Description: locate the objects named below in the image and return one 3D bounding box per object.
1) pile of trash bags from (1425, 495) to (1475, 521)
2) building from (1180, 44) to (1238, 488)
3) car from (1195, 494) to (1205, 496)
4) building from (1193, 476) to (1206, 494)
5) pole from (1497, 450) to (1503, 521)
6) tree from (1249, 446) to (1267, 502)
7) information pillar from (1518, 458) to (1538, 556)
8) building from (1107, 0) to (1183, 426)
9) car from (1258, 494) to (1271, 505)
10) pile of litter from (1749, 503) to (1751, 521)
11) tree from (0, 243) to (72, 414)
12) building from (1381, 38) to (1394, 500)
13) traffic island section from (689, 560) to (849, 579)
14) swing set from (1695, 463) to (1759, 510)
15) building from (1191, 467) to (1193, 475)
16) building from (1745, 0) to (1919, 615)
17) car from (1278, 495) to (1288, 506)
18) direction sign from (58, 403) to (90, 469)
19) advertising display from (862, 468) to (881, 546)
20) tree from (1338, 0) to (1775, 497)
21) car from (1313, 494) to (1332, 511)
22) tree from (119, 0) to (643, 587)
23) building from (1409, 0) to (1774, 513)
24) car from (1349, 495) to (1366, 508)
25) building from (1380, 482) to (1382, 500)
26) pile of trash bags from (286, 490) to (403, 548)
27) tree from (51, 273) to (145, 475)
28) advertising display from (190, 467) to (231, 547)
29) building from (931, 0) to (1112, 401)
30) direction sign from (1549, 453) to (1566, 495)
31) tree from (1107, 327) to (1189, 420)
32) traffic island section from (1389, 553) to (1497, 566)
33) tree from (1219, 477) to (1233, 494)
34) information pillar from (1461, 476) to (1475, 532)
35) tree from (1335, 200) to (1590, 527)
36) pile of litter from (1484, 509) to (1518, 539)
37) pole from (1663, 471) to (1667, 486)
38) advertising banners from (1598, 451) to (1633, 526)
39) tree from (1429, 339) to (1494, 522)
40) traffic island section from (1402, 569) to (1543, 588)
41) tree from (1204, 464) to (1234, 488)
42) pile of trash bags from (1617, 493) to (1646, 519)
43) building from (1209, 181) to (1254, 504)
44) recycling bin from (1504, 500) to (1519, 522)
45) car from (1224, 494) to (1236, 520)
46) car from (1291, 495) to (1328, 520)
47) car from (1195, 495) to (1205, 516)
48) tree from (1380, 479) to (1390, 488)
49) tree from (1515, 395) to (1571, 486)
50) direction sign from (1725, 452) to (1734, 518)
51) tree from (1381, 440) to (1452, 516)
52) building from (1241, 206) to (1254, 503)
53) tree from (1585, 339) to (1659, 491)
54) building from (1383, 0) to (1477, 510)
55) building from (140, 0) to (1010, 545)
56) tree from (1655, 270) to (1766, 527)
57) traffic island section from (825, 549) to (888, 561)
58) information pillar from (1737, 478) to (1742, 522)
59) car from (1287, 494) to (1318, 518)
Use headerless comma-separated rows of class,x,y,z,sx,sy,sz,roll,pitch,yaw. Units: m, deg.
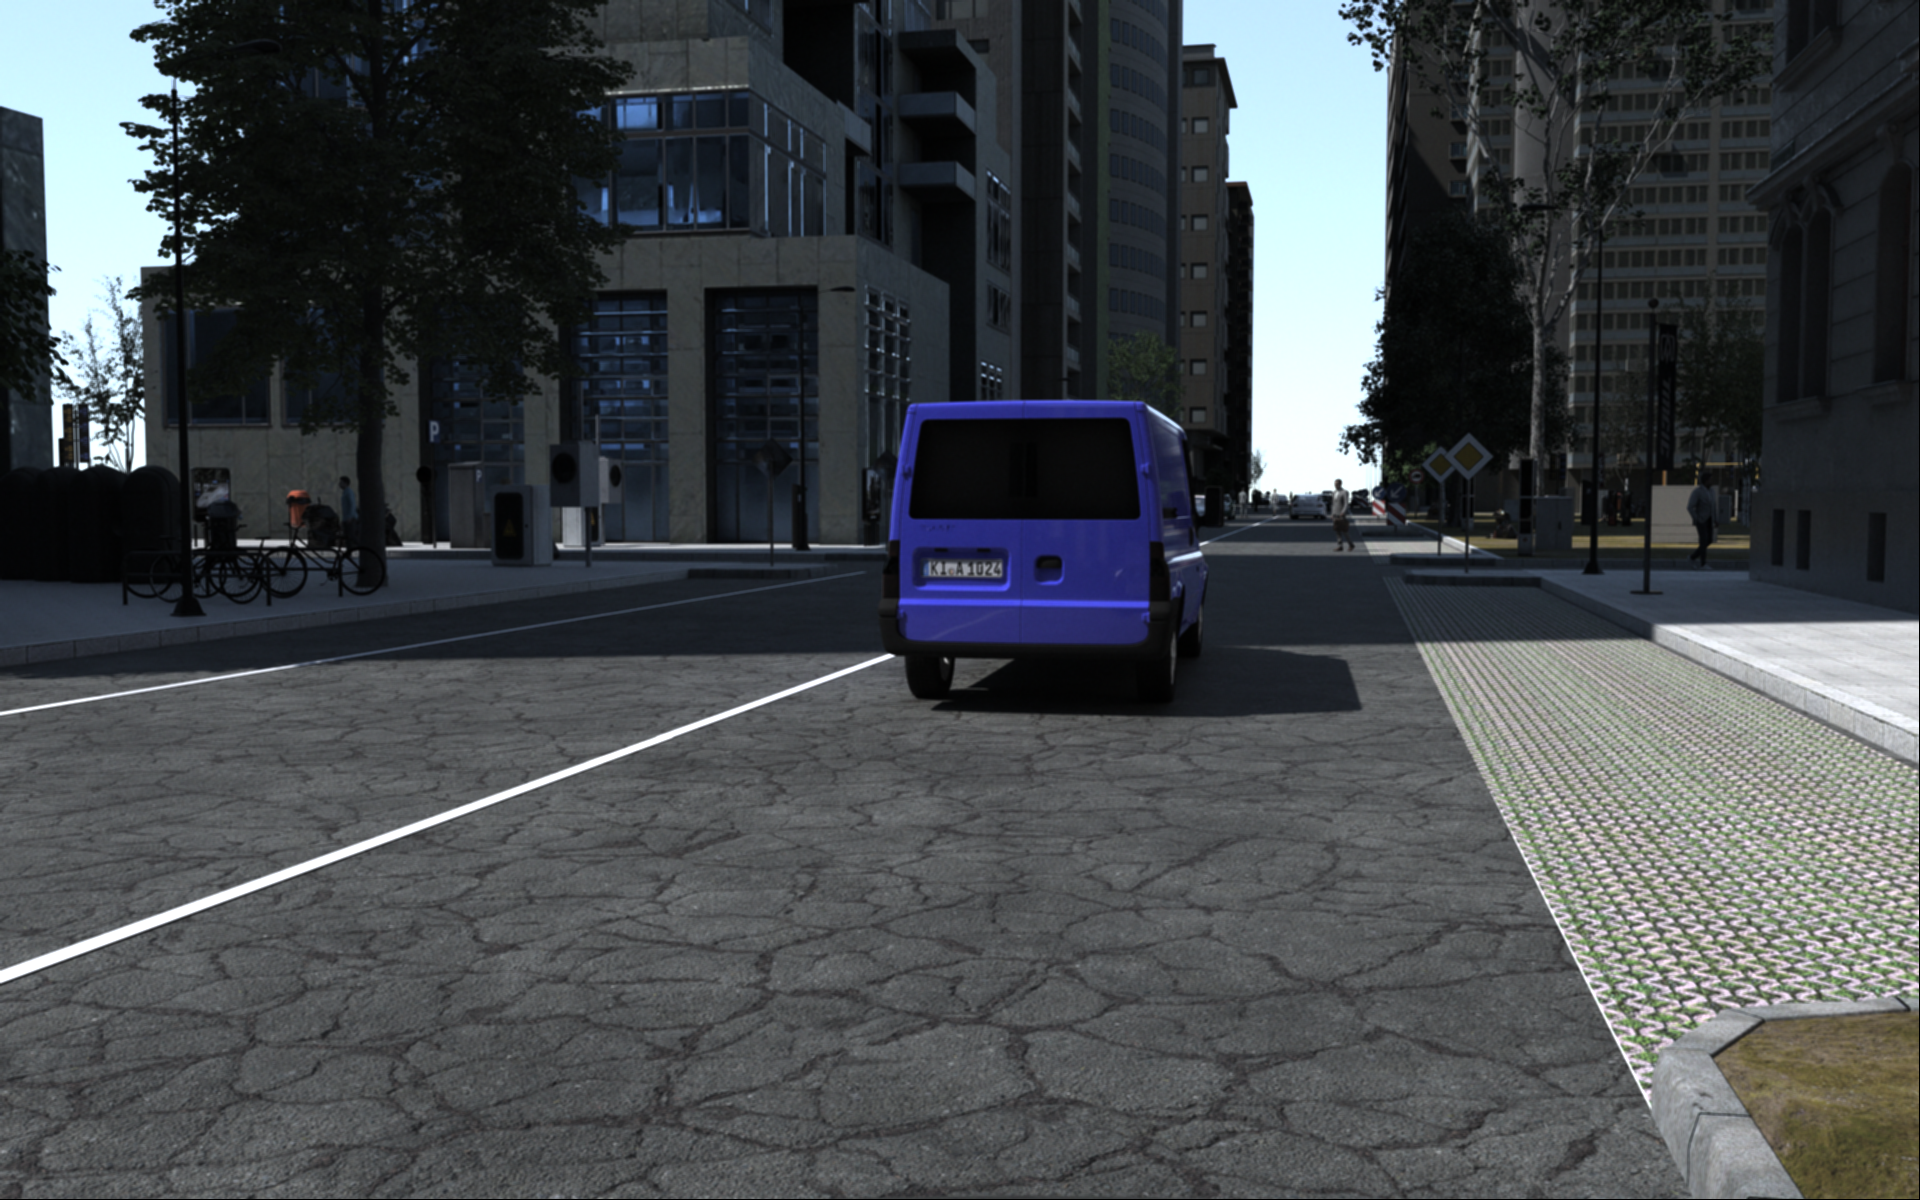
pile of trash bags,24.219,-4.574,84.545,1.912,1.369,3.447,3,5,41
building,18.392,-38.015,210.778,28.713,52.752,27.495,1,4,12
car,17.162,-6.996,123.188,1.959,1.807,4.718,1,4,10
building,8.386,-29.542,174.900,32.217,40.220,23.993,1,4,12
pole,22.637,-4.818,72.616,0.158,3.312,0.155,0,3,0
tree,45.589,-19.439,268.183,4.737,8.622,4.395,0,3,0
information pillar,11.773,-1.923,35.929,0.304,2.012,0.304,2,4,31
building,4.551,-35.807,127.448,21.231,58.520,28.212,1,4,12
car,38.766,-12.954,221.586,2.009,1.686,4.222,1,4,13
pile of litter,37.441,-4.124,81.393,1.719,0.858,1.176,-2,4,-24
tree,-9.402,-1.883,14.504,4.285,4.588,4.351,0,3,0
building,65.631,-41.694,223.694,21.231,58.520,28.212,1,4,12
traffic island section,-3.354,-0.516,30.722,2.009,0.180,2.903,1,4,12
swing set,39.068,-5.559,88.515,3.119,2.851,2.862,2,4,30
building,9.841,-43.584,150.848,20.563,71.187,20.611,1,4,12
building,15.534,-13.796,12.961,14.401,28.519,23.554,1,4,12
car,39.622,-12.349,214.262,2.083,1.381,4.827,1,4,12
direction sign,-22.133,-3.146,43.439,0.876,3.537,0.379,1,4,23
advertising display,-2.189,-2.300,42.821,0.123,1.923,0.974,1,4,18
tree,17.009,-11.630,46.039,12.611,20.169,13.585,0,3,0
car,30.212,-8.186,145.635,2.131,1.459,4.920,1,4,12
tree,-7.942,-6.477,24.026,7.486,12.596,7.792,0,3,0
building,48.934,-26.334,122.448,32.217,40.220,23.993,1,4,12
car,41.052,-10.127,178.154,1.945,1.354,3.894,1,4,12
building,77.077,-34.039,248.420,32.217,40.220,23.993,1,4,12
pile of trash bags,-15.323,-2.000,42.458,3.447,1.369,1.912,2,4,32
tree,-27.332,-6.480,56.315,4.360,8.622,3.978,0,3,0
advertising display,-18.261,-2.265,42.239,0.123,1.923,0.974,2,4,35
building,-0.150,-24.775,88.669,14.154,41.232,14.086,1,4,12
direction sign,33.231,-6.382,96.349,0.876,3.537,0.379,2,4,29
tree,10.525,-11.113,107.451,9.928,11.665,9.643,0,3,0
traffic island section,9.973,-0.838,35.975,2.009,0.180,2.903,1,4,12
tree,27.621,-11.488,182.430,1.663,3.219,1.824,0,3,0
information pillar,17.372,-3.348,59.237,0.304,2.012,0.304,-3,5,-40
tree,19.585,-9.214,67.658,9.611,12.733,9.660,0,3,0
pile of litter,15.816,-2.197,49.883,1.176,0.858,1.719,0,4,-4
pole,39.437,-6.306,96.951,0.158,3.312,0.155,0,3,0
advertising banners,26.413,-4.514,69.985,0.090,3.025,2.074,-1,4,-23
tree,22.233,-7.849,78.694,4.737,8.622,4.395,0,3,0
traffic island section,8.260,-0.361,28.175,2.009,0.180,2.903,1,4,12
tree,27.740,-12.396,186.395,4.285,4.588,4.351,0,3,0
pile of trash bags,35.445,-4.968,90.977,3.447,1.369,1.912,-2,4,-31
building,28.662,-35.704,238.384,22.147,44.769,28.867,1,4,12
recycling bin,25.319,-4.081,79.275,0.722,1.027,0.722,2,4,27
car,14.395,-5.202,96.854,2.131,1.459,4.920,1,4,13
car,19.808,-5.252,98.229,2.083,1.381,4.827,1,4,14
car,10.670,-4.083,79.121,2.083,1.381,4.827,1,4,14
tree,47.192,-12.032,191.326,1.663,3.219,1.824,0,3,0
tree,33.697,-9.279,102.066,4.360,8.622,3.978,0,3,0
direction sign,41.300,-6.179,93.024,0.876,3.537,0.379,-3,5,-41
tree,28.654,-7.790,111.084,4.285,4.588,4.351,0,3,0
building,36.403,-37.221,258.677,14.600,45.320,14.200,1,4,12
tree,32.049,-8.124,83.191,4.360,8.622,3.978,0,3,0
building,52.796,-33.331,168.658,21.300,48.544,21.600,1,4,12
building,-10.152,-45.602,58.265,22.319,86.520,31.000,1,4,12
tree,24.995,-6.581,57.963,4.737,8.622,4.395,0,3,0
traffic island section,-1.641,-0.993,38.521,2.009,0.180,2.903,1,4,12
information pillar,36.168,-4.631,80.205,0.304,2.012,0.304,2,4,25
car,20.711,-5.780,104.294,2.009,1.686,4.222,1,4,11
